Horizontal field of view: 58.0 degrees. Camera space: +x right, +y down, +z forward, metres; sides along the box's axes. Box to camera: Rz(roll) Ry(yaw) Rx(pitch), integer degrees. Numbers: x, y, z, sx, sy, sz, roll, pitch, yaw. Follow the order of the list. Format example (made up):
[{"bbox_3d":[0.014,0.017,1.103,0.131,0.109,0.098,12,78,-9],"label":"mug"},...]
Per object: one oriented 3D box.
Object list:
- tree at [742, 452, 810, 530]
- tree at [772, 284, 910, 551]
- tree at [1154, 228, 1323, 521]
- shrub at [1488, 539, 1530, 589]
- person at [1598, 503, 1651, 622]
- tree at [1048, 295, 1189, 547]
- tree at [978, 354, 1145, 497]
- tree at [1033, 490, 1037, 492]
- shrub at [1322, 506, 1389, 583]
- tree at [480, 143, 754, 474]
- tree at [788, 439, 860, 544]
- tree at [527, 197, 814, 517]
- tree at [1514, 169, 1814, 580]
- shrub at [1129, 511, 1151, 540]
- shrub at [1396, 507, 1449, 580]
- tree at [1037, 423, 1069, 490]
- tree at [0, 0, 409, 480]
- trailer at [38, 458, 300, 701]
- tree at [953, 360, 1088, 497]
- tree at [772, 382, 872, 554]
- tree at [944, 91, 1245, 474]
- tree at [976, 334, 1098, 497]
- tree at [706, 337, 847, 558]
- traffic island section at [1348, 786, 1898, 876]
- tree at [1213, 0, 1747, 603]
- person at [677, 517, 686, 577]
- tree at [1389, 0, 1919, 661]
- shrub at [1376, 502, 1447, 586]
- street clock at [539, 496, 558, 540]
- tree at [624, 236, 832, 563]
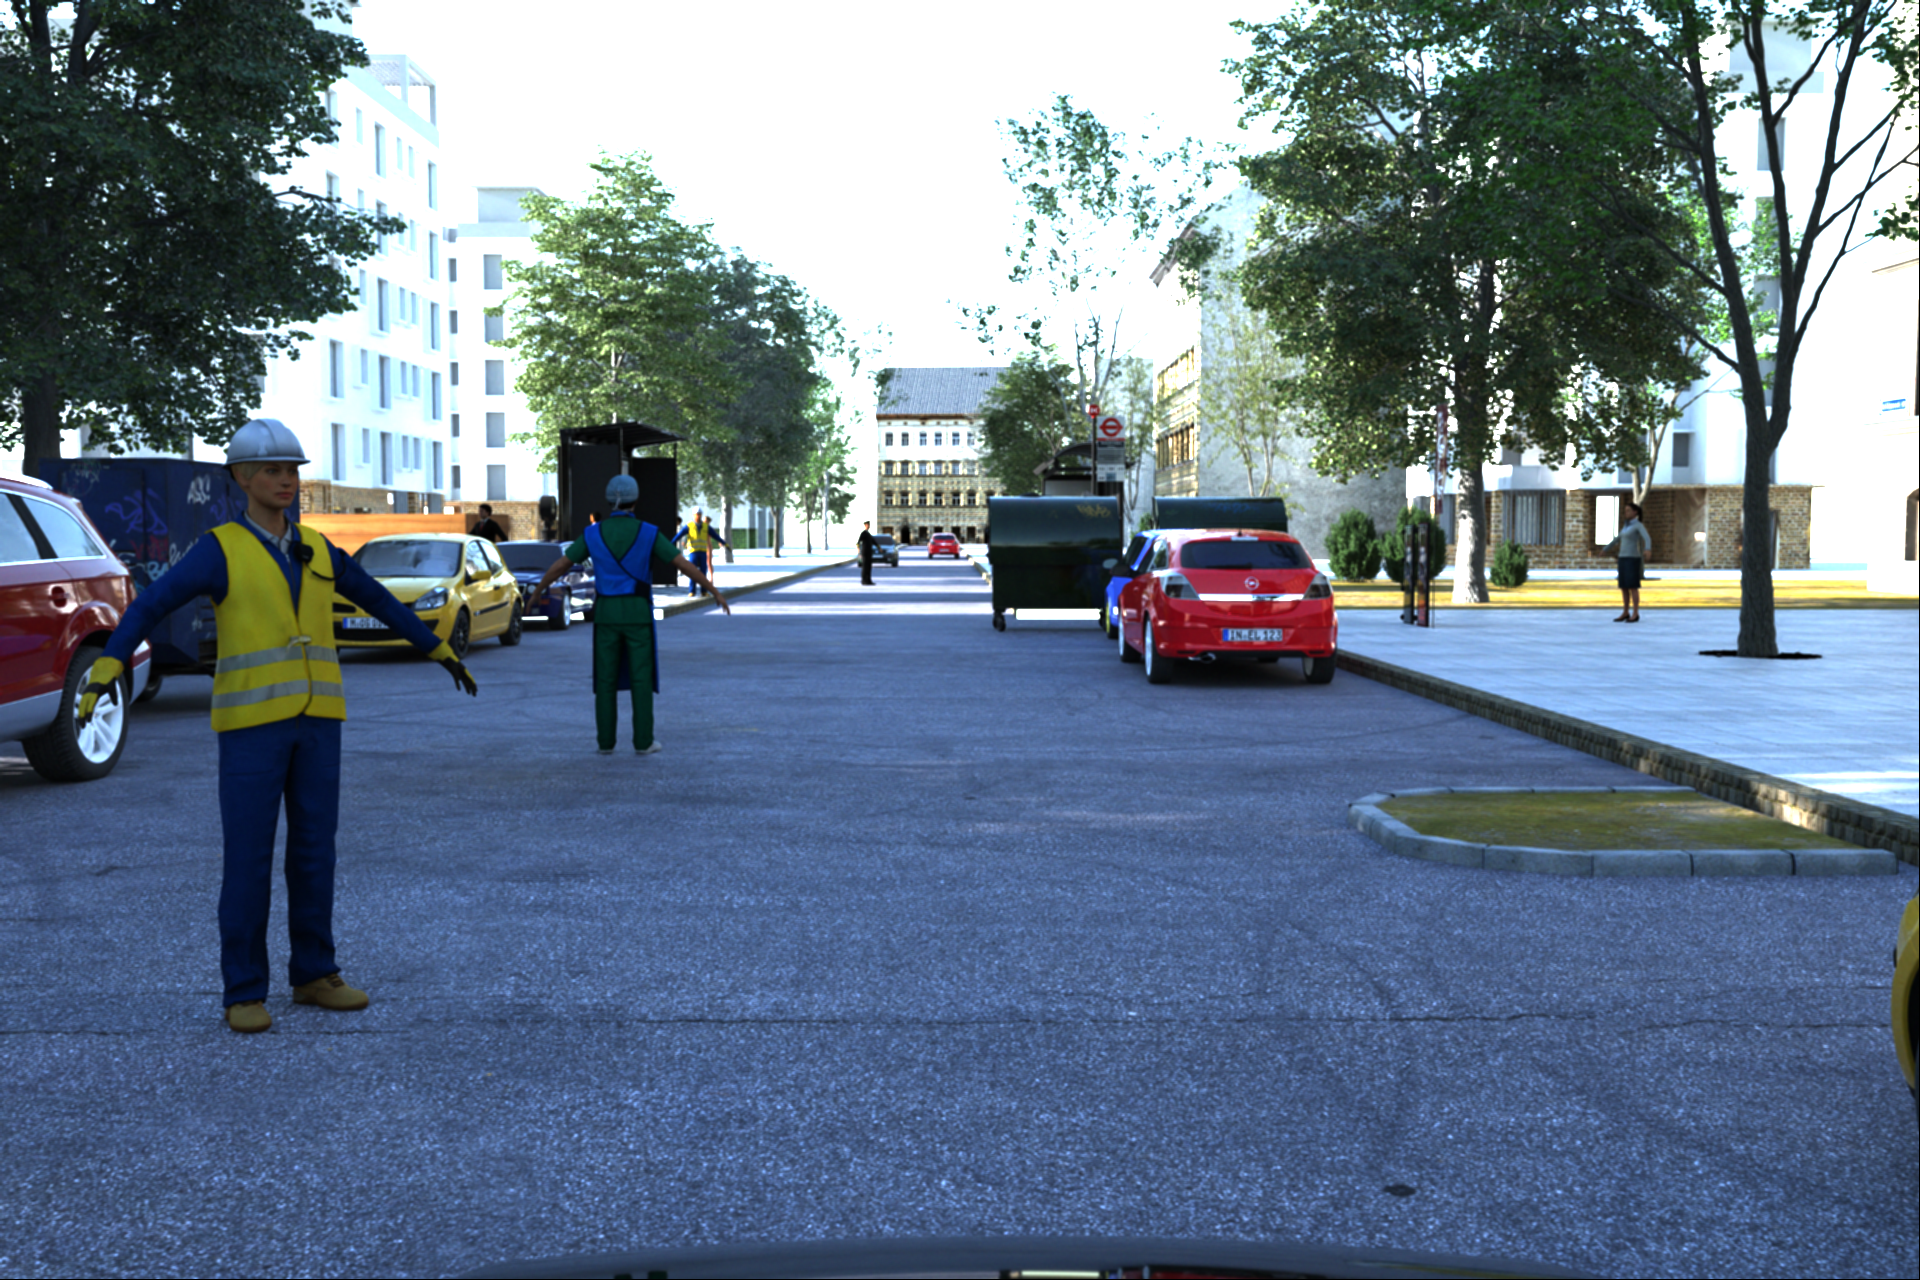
[{"bbox_3d":[-10.383,-9.048,98.291,4.360,8.622,3.978,0,3,0],"label":"tree"},{"bbox_3d":[-9.936,-16.770,130.084,12.611,20.169,13.585,0,3,0],"label":"tree"},{"bbox_3d":[7.281,-5.574,41.496,4.360,8.622,3.978,0,3,0],"label":"tree"},{"bbox_3d":[12.857,-1.800,40.552,1.383,1.207,1.383,0,3,0],"label":"shrub"},{"bbox_3d":[9.702,-1.127,25.252,0.721,1.735,1.217,-1,4,-12],"label":"person"},{"bbox_3d":[5.386,-6.285,53.118,4.360,8.622,3.978,0,3,0],"label":"tree"},{"bbox_3d":[5.424,-9.463,89.134,8.767,10.594,7.601,-1,4,-19],"label":"tree"},{"bbox_3d":[4.736,-10.981,129.907,4.360,8.622,3.978,0,3,0],"label":"tree"},{"bbox_3d":[10.398,-2.516,45.550,1.690,2.028,1.600,0,3,0],"label":"shrub"},{"bbox_3d":[-9.939,-8.100,50.562,7.486,12.596,7.792,0,3,0],"label":"tree"},{"bbox_3d":[-17.432,-19.207,220.692,9.857,13.997,8.962,0,3,0],"label":"tree"},{"bbox_3d":[-10.450,-9.319,62.737,12.009,13.543,11.850,0,3,0],"label":"tree"},{"bbox_3d":[19.125,-7.490,48.219,9.928,11.665,9.643,0,3,0],"label":"tree"},{"bbox_3d":[5.368,-2.606,46.653,1.661,2.075,1.752,0,3,0],"label":"shrub"},{"bbox_3d":[12.595,-2.637,47.538,1.690,2.028,1.600,0,3,0],"label":"shrub"},{"bbox_3d":[5.184,-9.616,107.581,4.360,8.622,3.978,0,3,0],"label":"tree"},{"bbox_3d":[-12.219,-7.103,22.794,9.857,13.997,8.962,0,3,0],"label":"tree"},{"bbox_3d":[-6.426,-0.410,13.755,1.471,1.999,3.904,0,4,0],"label":"trailer"},{"bbox_3d":[4.612,-12.882,120.983,12.009,13.543,11.850,0,3,0],"label":"tree"},{"bbox_3d":[-9.764,-11.437,112.747,9.928,11.665,9.643,0,3,0],"label":"tree"},{"bbox_3d":[5.758,-13.269,72.844,12.611,20.169,13.585,0,3,0],"label":"tree"},{"bbox_3d":[4.449,-11.052,98.823,7.486,12.596,7.792,0,3,0],"label":"tree"},{"bbox_3d":[-9.773,-10.111,91.071,9.928,11.665,9.643,0,3,0],"label":"tree"},{"bbox_3d":[2.929,0.894,8.252,1.991,0.108,1.994,0,4,-1],"label":"traffic island section"},{"bbox_3d":[9.487,-7.673,32.108,9.857,13.997,8.962,0,3,0],"label":"tree"},{"bbox_3d":[-8.501,-2.809,52.108,0.705,1.806,1.347,-2,4,-33],"label":"person"},{"bbox_3d":[8.406,-5.635,17.892,9.928,11.665,9.643,0,3,0],"label":"tree"},{"bbox_3d":[11.184,-2.374,42.862,1.661,2.075,1.752,0,3,0],"label":"shrub"},{"bbox_3d":[-7.754,-1.719,32.674,0.358,2.002,0.471,0,4,1],"label":"street clock"},{"bbox_3d":[-10.195,-10.341,75.725,9.857,13.997,8.962,0,3,0],"label":"tree"}]
